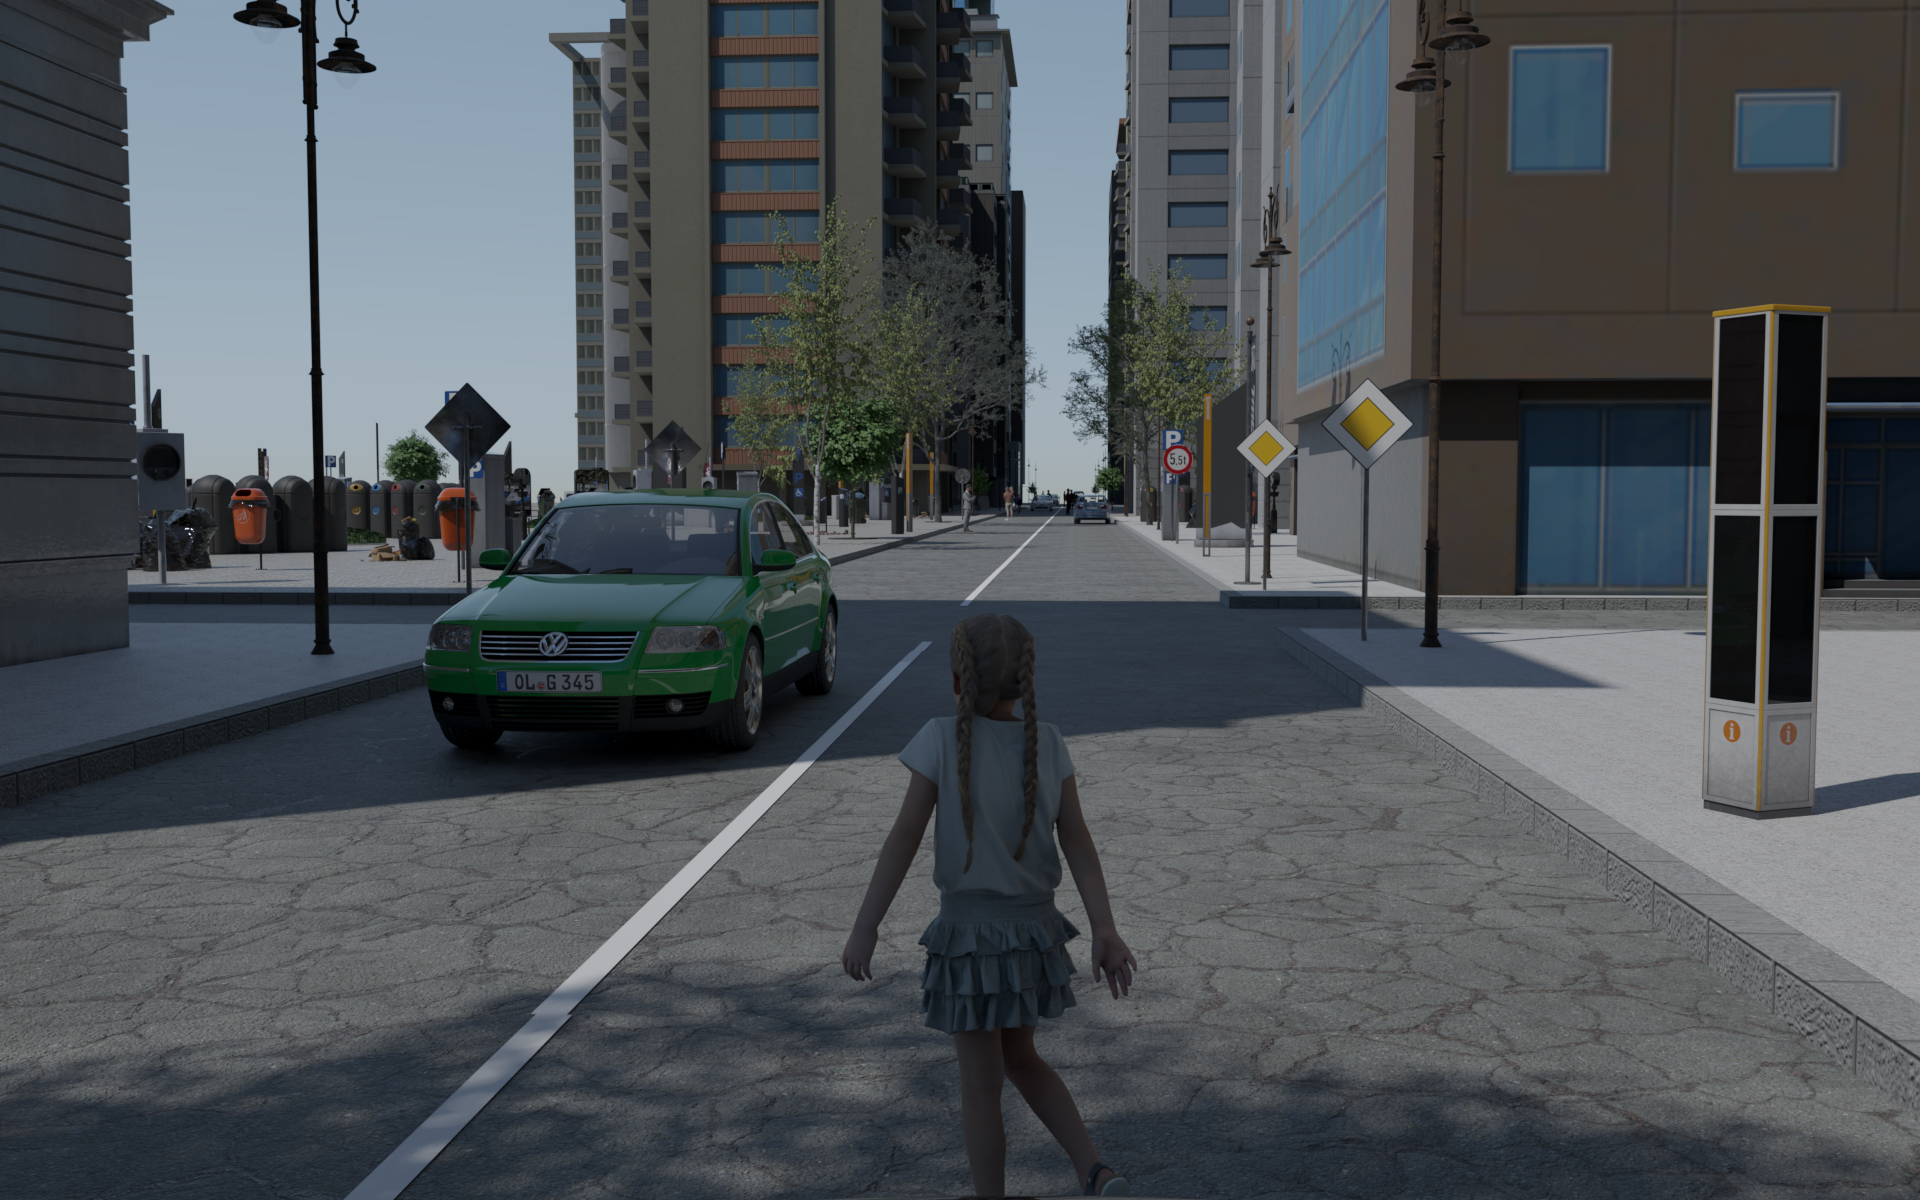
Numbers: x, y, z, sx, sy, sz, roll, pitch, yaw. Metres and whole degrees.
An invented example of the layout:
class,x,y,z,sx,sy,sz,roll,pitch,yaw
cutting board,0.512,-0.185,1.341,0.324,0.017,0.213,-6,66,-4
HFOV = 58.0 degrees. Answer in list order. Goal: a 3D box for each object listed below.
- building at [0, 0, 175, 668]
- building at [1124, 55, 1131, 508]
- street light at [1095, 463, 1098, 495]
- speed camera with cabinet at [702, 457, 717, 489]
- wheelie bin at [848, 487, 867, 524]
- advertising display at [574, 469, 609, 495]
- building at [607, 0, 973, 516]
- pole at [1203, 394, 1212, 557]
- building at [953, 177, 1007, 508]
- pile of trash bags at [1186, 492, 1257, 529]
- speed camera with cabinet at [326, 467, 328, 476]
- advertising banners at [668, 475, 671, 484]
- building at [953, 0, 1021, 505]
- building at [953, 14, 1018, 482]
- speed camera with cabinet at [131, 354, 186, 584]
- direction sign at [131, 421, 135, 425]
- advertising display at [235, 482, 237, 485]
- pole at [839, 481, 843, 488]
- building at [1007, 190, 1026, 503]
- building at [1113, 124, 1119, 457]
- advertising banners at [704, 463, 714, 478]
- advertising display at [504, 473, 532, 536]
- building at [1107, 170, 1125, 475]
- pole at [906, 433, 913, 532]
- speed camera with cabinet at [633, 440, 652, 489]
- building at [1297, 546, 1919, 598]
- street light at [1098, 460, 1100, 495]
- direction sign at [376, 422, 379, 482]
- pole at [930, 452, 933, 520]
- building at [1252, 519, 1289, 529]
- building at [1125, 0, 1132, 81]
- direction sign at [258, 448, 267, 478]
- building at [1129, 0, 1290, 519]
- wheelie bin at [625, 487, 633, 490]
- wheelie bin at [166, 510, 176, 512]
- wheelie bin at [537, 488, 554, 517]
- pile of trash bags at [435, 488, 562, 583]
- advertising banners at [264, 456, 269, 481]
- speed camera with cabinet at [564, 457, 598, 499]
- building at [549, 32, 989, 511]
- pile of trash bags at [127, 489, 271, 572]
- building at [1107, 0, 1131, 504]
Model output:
class,x,y,z,sx,sy,sz,roll,pitch,yaw
building,-17.012,-10.606,9.559,21.152,22.565,11.583,0,4,4
building,22.709,-29.424,164.672,14.154,41.232,14.086,0,4,4
street light,17.720,-15.208,221.434,0.468,5.910,1.993,0,4,4
speed camera with cabinet,-14.031,-6.001,92.446,2.038,3.252,0.660,1,4,11
wheelie bin,-4.437,-4.088,74.749,0.693,1.594,0.980,-3,5,-41
advertising display,-9.663,-2.462,45.473,0.974,1.923,0.123,-3,5,-41
building,-10.648,-28.076,113.660,22.147,44.769,28.867,0,4,4
pole,5.056,-2.542,35.403,0.158,3.312,0.155,0,3,0
building,-2.924,-23.768,160.307,14.160,30.474,14.107,0,4,4
pile of trash bags,9.913,-3.339,64.338,1.912,1.369,3.447,-2,4,-26
speed camera with cabinet,-34.245,-5.954,91.686,2.038,3.252,0.660,1,4,11
advertising banners,-8.111,-3.126,47.297,0.090,3.025,2.074,-2,4,-24
building,-2.964,-55.810,225.170,22.319,86.520,31.000,0,4,4
building,-8.205,-37.179,197.116,28.713,52.752,27.495,0,4,4
speed camera with cabinet,-11.888,-1.816,24.028,0.660,3.252,2.038,3,5,44
direction sign,-24.034,-3.552,50.068,0.379,3.537,0.876,0,3,0
advertising display,-38.446,-5.380,93.175,0.974,1.923,0.123,-3,5,-39
pole,-4.859,-4.712,70.885,0.158,3.312,0.155,0,3,0
building,2.310,-36.610,248.685,14.600,45.320,14.200,0,4,4
building,28.857,-33.287,198.872,22.147,44.769,28.867,0,4,4
advertising banners,-14.859,-6.191,97.413,2.074,3.025,0.090,0,4,7
advertising display,-13.623,-2.936,53.217,0.123,1.923,0.974,3,5,45
building,31.827,-38.005,245.090,21.300,48.544,21.600,0,4,4
pole,-1.697,-3.933,58.143,0.158,3.312,0.155,0,3,0
speed camera with cabinet,-11.775,-4.225,63.420,0.660,3.252,2.038,-1,4,-21
building,13.109,-23.025,26.570,14.200,45.320,14.600,0,4,4
street light,15.381,-13.034,185.888,0.468,5.910,1.993,0,4,4
direction sign,-18.545,-3.865,55.194,0.379,3.537,0.876,-1,4,-16
pole,-1.389,-5.571,84.932,0.158,3.312,0.155,0,3,0
building,22.648,-32.566,74.458,21.231,58.520,28.212,0,4,4
building,24.734,-29.837,142.455,22.147,44.769,28.867,0,4,4
direction sign,-34.416,-5.720,85.523,0.379,3.537,0.876,0,4,5
building,21.745,-34.948,113.400,21.231,58.520,28.212,0,4,4
wheelie bin,-14.244,-4.133,75.479,0.980,1.594,0.693,-1,4,-21
wheelie bin,-22.233,-2.487,48.566,0.693,1.594,0.980,0,4,-3
wheelie bin,-21.415,-4.998,89.626,0.693,1.594,0.980,2,4,35
pile of trash bags,-6.001,-0.979,25.755,3.447,1.369,1.912,-1,4,-17
advertising banners,-32.490,-5.152,80.421,0.090,3.025,2.074,-3,5,-44
speed camera with cabinet,-20.305,-6.060,93.418,2.038,3.252,0.660,0,4,8
building,-14.042,-27.443,140.582,32.217,40.220,23.993,0,4,4
pile of trash bags,-13.244,-1.201,29.386,3.447,1.369,1.912,1,4,14
building,29.573,-47.983,222.765,20.563,71.187,20.611,0,4,4
